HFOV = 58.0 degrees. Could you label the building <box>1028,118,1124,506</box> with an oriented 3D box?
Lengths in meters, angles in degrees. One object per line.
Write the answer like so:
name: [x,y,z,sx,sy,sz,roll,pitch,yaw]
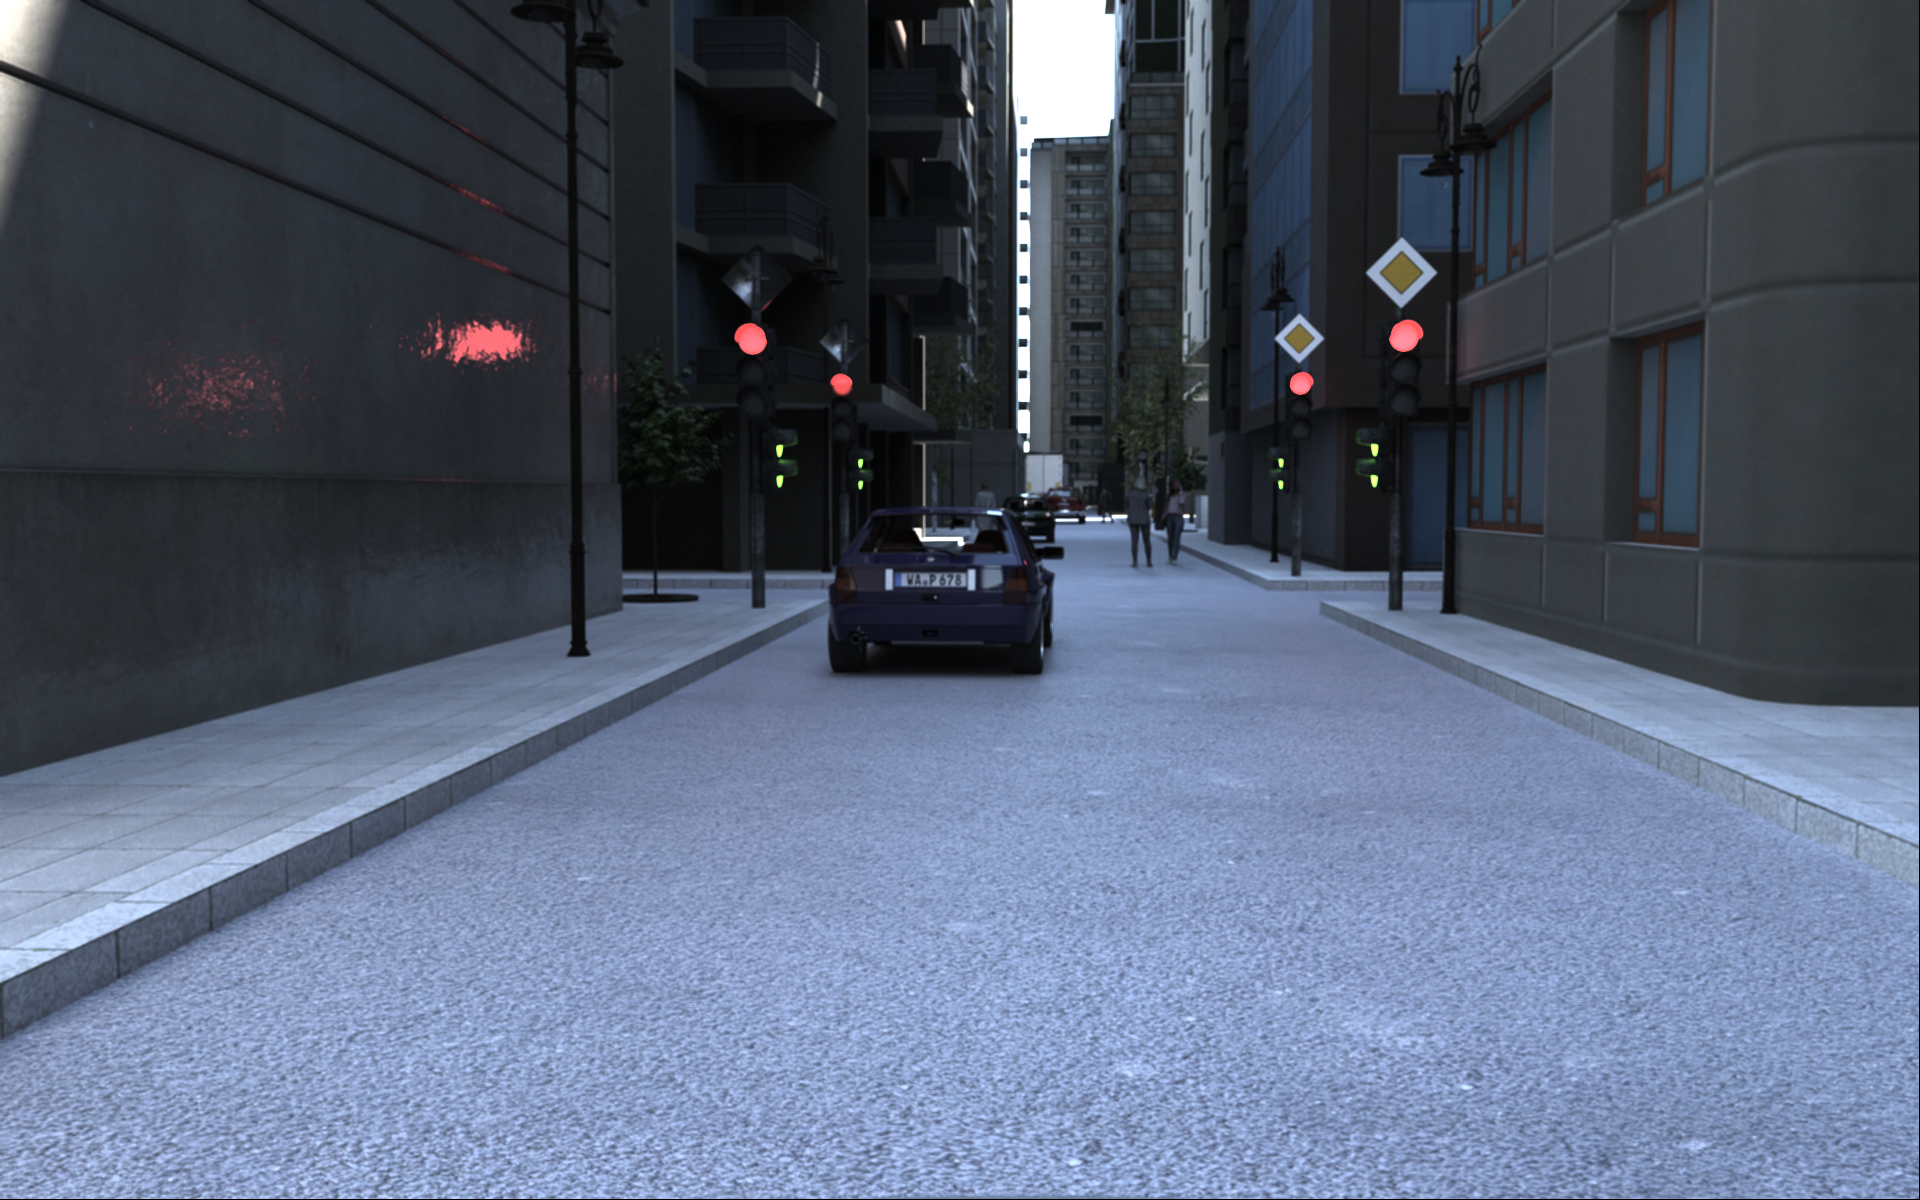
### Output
building: [14.582,-31.086,191.846,14.086,41.232,14.154,0,4,3]

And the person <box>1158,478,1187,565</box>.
person: [4.364,-1.607,35.360,0.593,1.750,0.643,2,4,27]

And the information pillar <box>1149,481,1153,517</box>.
information pillar: [10.628,-5.566,95.495,0.304,2.012,0.304,-1,4,-19]

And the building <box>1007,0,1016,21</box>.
building: [-2.090,-30.740,152.710,14.600,45.320,14.200,0,4,3]

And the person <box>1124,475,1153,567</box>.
person: [3.511,-1.554,34.094,0.537,1.800,0.526,1,4,21]

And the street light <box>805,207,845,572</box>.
street light: [-2.188,-3.393,28.269,0.468,5.910,1.993,0,4,3]

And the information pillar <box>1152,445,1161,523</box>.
information pillar: [8.800,-5.267,77.466,0.183,3.616,0.504,3,5,42]

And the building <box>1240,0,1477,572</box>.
building: [13.409,-23.444,33.421,14.200,45.320,14.600,0,4,3]

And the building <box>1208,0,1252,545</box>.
building: [14.063,-16.977,49.270,14.160,30.474,14.107,0,4,3]

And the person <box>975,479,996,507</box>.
person: [0.565,-1.996,41.494,0.694,1.780,0.624,0,4,7]

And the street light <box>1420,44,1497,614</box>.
street light: [5.252,-2.792,18.431,0.468,5.910,1.993,0,4,3]

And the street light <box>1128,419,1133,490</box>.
street light: [9.912,-7.862,101.326,0.468,5.910,1.993,0,4,3]

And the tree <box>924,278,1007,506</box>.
tree: [-0.628,-6.599,58.252,4.737,8.622,4.395,0,3,0]

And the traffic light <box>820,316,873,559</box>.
traffic light: [-1.806,-2.353,27.389,0.839,4.253,0.868,0,4,3]

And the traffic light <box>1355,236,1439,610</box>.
traffic light: [4.796,-1.842,19.037,0.839,4.253,0.868,0,4,3]

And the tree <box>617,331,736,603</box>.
tree: [-3.650,-1.594,20.663,1.663,3.219,1.824,0,3,0]

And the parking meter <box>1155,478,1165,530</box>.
parking meter: [7.084,-3.403,61.354,0.255,1.863,0.399,-1,4,-17]

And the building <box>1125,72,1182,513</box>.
building: [18.646,-21.423,121.959,14.160,30.474,14.107,0,4,3]

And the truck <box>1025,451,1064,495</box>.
truck: [5.740,-7.955,118.980,2.839,4.237,11.283,0,4,3]

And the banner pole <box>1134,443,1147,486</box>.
banner pole: [8.812,-5.809,84.990,0.863,3.779,0.401,2,4,28]

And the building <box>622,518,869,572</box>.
building: [-11.090,-23.619,40.802,22.147,44.769,28.867,0,4,3]

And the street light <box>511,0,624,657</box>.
street light: [-3.023,-2.493,13.555,0.468,5.910,1.993,0,4,3]

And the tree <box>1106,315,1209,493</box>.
tree: [8.225,-7.365,70.782,4.737,8.622,4.395,0,3,0]

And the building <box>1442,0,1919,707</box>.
building: [18.396,-9.697,3.585,27.650,21.520,28.899,0,4,3]

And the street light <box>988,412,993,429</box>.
street light: [1.721,-7.611,97.227,0.468,5.910,1.993,0,4,3]

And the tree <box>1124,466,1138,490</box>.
tree: [11.831,-7.372,115.128,1.663,3.219,1.824,0,3,0]

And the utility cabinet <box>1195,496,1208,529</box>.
utility cabinet: [9.215,-3.259,64.442,1.020,1.237,0.306,-2,4,-35]

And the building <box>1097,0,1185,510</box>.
building: [21.597,-42.792,137.905,20.563,71.187,20.611,0,4,3]

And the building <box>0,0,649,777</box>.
building: [-18.333,-10.927,11.937,30.059,22.955,16.112,0,4,3]

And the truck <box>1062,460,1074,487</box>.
truck: [8.319,-9.847,149.912,2.839,4.237,11.283,0,4,5]

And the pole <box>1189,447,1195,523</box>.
pole: [10.125,-5.001,75.605,0.158,3.312,0.155,0,3,0]

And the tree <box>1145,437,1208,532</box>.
tree: [7.563,-3.933,58.900,1.663,3.219,1.824,0,3,0]

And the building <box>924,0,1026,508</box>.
building: [-7.443,-38.888,74.071,20.563,71.187,20.611,0,4,3]

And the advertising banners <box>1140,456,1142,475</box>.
advertising banners: [8.252,-5.026,78.365,0.090,3.025,2.074,0,4,1]

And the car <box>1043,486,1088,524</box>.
car: [5.136,-4.664,84.937,2.281,1.827,5.304,0,4,5]

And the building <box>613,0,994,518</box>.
building: [-9.026,-28.278,116.964,22.147,44.769,28.867,0,4,3]

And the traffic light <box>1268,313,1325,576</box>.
traffic light: [5.245,-2.330,27.010,0.839,4.253,0.868,0,4,3]

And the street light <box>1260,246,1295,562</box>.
street light: [5.931,-3.651,32.488,0.468,5.910,1.993,0,4,3]

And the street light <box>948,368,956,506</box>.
street light: [-0.277,-5.492,62.575,0.468,5.910,1.993,0,4,3]

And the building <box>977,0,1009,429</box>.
building: [-3.346,-27.839,138.766,14.154,41.232,14.086,0,4,3]

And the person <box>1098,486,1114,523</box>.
person: [7.213,-4.722,85.665,0.622,1.834,0.822,-2,4,-26]

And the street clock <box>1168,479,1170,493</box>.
street clock: [9.777,-4.688,81.224,0.471,2.002,0.358,3,5,42]

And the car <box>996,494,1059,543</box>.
car: [2.011,-2.618,52.585,2.009,1.686,4.222,0,4,2]

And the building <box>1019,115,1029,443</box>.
building: [-7.399,-35.337,197.367,30.456,49.044,23.786,0,4,3]

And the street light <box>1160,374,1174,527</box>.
street light: [7.970,-5.756,66.897,0.468,5.910,1.993,0,4,3]

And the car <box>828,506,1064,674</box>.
car: [-0.074,-0.161,15.211,1.945,1.354,3.894,0,4,5]

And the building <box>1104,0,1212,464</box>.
building: [28.117,-35.040,162.148,28.713,52.752,27.495,0,4,3]

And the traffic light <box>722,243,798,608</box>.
traffic light: [-2.255,-1.865,19.417,0.839,4.253,0.868,0,4,3]
